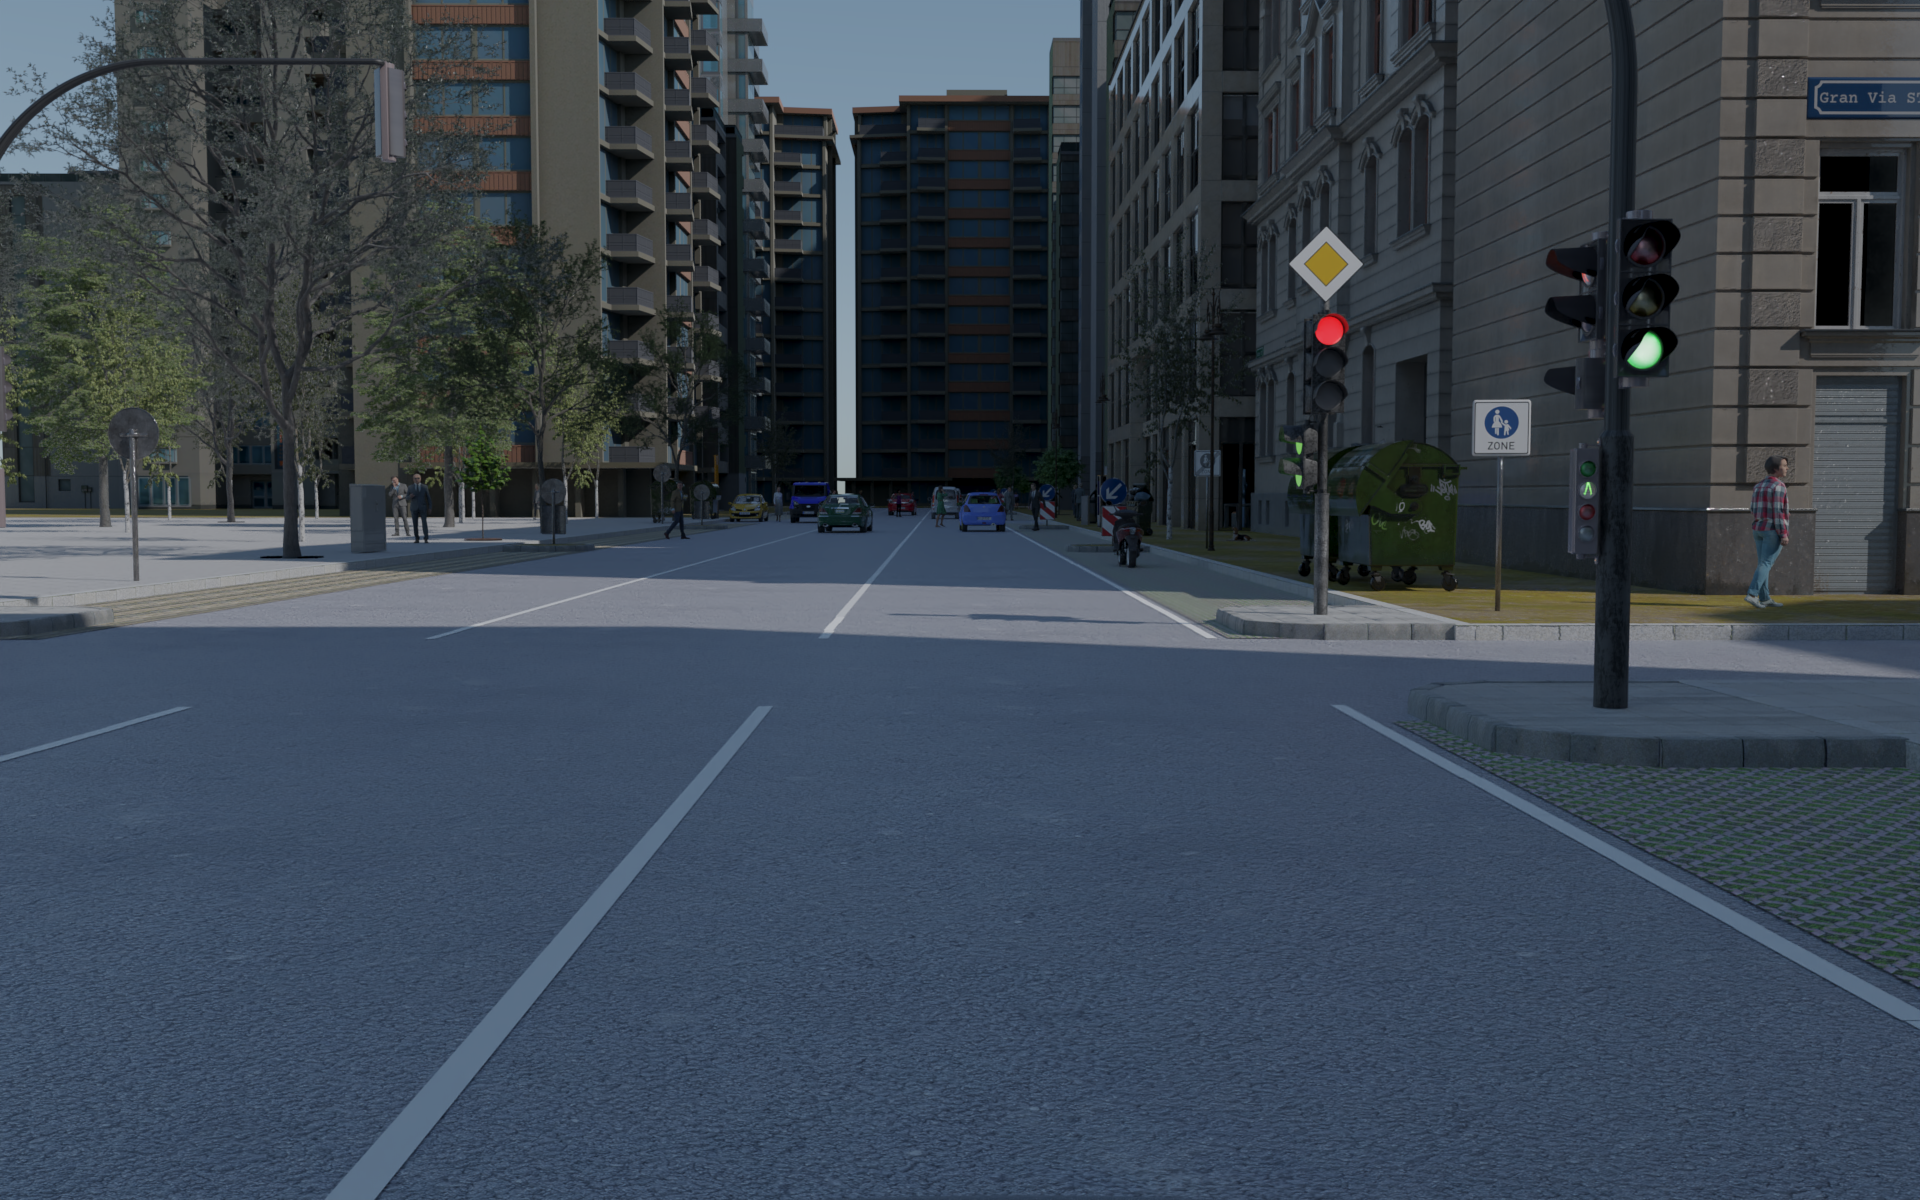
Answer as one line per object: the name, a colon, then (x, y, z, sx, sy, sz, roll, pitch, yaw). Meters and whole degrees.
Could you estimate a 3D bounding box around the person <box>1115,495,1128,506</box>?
person: (7.155, -4.346, 77.285, 0.709, 1.800, 0.728, 2, 4, 34)

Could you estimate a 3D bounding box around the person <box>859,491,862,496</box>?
person: (-9.755, -9.739, 168.249, 0.721, 1.766, 1.217, 0, 4, -2)

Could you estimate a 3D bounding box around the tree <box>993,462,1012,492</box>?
tree: (4.669, -11.135, 165.766, 4.285, 4.588, 4.351, 0, 3, 0)

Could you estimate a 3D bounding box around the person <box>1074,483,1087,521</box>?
person: (5.722, -4.629, 81.903, 0.661, 1.801, 0.590, 2, 4, 35)

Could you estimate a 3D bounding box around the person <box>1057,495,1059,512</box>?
person: (6.884, -7.198, 124.462, 1.217, 1.736, 0.721, -2, 4, -29)

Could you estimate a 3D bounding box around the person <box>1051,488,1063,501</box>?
person: (6.537, -7.043, 121.222, 1.348, 1.821, 0.705, 0, 4, -4)

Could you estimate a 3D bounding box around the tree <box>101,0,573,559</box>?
tree: (-13.358, -7.563, 34.029, 12.009, 13.543, 11.850, 0, 3, 0)

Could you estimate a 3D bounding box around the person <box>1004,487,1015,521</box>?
person: (2.647, -5.198, 93.584, 0.694, 1.812, 0.767, -1, 4, -19)

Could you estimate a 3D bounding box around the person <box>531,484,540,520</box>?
person: (-20.840, -4.864, 85.753, 0.709, 1.800, 0.728, 3, 5, 44)

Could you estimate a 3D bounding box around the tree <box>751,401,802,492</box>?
tree: (-14.420, -11.369, 136.246, 4.360, 8.622, 3.978, 0, 3, 0)

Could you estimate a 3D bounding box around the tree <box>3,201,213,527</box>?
tree: (-32.834, -9.087, 66.707, 7.486, 12.596, 7.792, 0, 3, 0)

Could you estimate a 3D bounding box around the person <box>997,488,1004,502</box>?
person: (2.193, -5.256, 95.158, 1.217, 1.743, 0.721, 2, 4, 26)

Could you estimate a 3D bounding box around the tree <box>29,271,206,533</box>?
tree: (-27.538, -6.540, 57.299, 4.737, 8.622, 4.395, 0, 3, 0)

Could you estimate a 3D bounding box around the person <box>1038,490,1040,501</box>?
person: (6.218, -7.853, 135.236, 0.445, 1.727, 0.742, -2, 4, -32)

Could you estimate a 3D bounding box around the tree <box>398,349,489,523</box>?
tree: (-22.202, -7.695, 76.175, 4.737, 8.622, 4.395, 0, 3, 0)

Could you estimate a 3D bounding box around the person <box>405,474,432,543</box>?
person: (-14.094, -2.378, 45.092, 0.661, 1.801, 0.590, -1, 4, -15)

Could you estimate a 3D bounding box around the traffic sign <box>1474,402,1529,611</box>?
traffic sign: (5.889, -1.026, 18.908, 0.606, 2.300, 0.079, 1, 4, 9)

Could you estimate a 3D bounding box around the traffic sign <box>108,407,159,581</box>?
traffic sign: (-12.141, -1.550, 25.455, 0.768, 2.556, 0.104, 0, 4, 3)

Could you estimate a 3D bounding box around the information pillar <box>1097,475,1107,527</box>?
information pillar: (5.545, -3.856, 67.530, 0.304, 2.012, 0.304, -1, 4, -13)

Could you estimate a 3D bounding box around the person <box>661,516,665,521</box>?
person: (-14.027, -4.586, 81.304, 0.520, 1.790, 0.573, 2, 4, 27)

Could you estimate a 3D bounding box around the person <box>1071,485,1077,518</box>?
person: (6.251, -5.299, 93.099, 0.576, 1.772, 0.534, -2, 4, -25)

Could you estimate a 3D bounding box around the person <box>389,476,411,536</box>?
person: (-17.115, -2.878, 52.910, 0.655, 1.846, 0.447, 0, 4, -3)

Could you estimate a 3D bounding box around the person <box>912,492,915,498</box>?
person: (-4.266, -8.996, 157.062, 0.415, 1.643, 0.593, -2, 4, -34)

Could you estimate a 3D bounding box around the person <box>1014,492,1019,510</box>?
person: (4.638, -8.154, 142.593, 0.421, 1.427, 0.697, -1, 4, -10)

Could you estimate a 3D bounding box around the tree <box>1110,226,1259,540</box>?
tree: (6.062, -6.016, 48.727, 4.360, 8.622, 3.978, 0, 3, 0)

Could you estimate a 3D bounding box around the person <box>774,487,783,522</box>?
person: (-9.412, -4.949, 89.636, 0.478, 1.798, 0.641, -1, 4, -8)

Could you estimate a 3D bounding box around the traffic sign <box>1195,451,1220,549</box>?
traffic sign: (5.797, -2.353, 40.606, 0.606, 2.300, 0.079, 0, 4, 6)

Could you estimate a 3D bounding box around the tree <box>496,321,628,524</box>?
tree: (-16.605, -7.549, 73.792, 4.737, 8.622, 4.395, 0, 3, 0)

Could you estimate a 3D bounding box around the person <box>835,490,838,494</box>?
person: (-9.420, -7.453, 131.071, 0.721, 1.735, 1.217, -2, 4, -29)

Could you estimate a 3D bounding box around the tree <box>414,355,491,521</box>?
tree: (-23.690, -8.019, 81.478, 4.360, 8.622, 3.978, 0, 3, 0)

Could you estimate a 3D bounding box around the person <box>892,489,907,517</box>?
person: (-3.753, -6.026, 107.712, 1.217, 1.739, 0.721, -3, 5, -44)

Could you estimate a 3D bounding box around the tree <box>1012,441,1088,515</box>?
tree: (6.141, -7.516, 106.600, 4.285, 4.588, 4.351, 0, 3, 0)

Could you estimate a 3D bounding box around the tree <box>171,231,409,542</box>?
tree: (-17.878, -5.864, 46.242, 4.360, 8.622, 3.978, 0, 3, 0)

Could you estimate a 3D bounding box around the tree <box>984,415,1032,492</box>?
tree: (4.623, -12.847, 160.417, 4.360, 8.622, 3.978, 0, 3, 0)

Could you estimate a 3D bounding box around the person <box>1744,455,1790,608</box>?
person: (9.124, -0.777, 19.593, 0.643, 1.720, 0.563, 0, 4, -3)

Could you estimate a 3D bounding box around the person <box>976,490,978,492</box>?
person: (1.602, -9.263, 160.084, 1.348, 1.807, 0.705, 0, 4, -3)

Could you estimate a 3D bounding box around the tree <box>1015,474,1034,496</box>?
tree: (5.702, -9.778, 154.466, 1.663, 3.219, 1.824, 0, 3, 0)

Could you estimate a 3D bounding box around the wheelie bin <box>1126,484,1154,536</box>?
wheelie bin: (5.522, -2.769, 53.177, 0.693, 1.594, 0.980, -2, 4, -31)

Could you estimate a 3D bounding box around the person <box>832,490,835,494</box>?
person: (-8.247, -6.291, 112.163, 0.445, 1.727, 0.742, 2, 4, 32)

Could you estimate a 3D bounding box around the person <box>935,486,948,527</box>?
person: (-0.856, -4.057, 75.071, 0.529, 1.795, 0.600, -2, 4, -27)

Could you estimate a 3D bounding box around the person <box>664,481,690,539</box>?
person: (-8.984, -2.848, 54.974, 0.836, 1.842, 0.656, -1, 4, -10)

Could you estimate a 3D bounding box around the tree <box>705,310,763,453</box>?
tree: (-13.547, -9.013, 81.767, 8.767, 10.594, 7.601, 0, 4, -7)

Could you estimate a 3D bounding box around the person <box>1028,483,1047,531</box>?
person: (2.896, -3.590, 66.973, 0.659, 1.850, 0.755, 2, 4, 35)

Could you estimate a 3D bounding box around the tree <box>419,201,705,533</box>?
tree: (-13.894, -7.449, 56.211, 7.601, 10.594, 8.767, -3, 4, -37)

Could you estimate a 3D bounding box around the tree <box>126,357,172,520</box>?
tree: (-39.452, -8.274, 85.639, 4.360, 8.622, 3.978, 0, 3, 0)

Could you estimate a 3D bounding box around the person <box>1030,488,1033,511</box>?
person: (5.494, -7.576, 130.577, 0.551, 1.740, 0.621, -1, 4, -23)

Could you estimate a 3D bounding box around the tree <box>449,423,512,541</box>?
tree: (-13.263, -3.243, 47.622, 1.663, 3.219, 1.824, 0, 3, 0)

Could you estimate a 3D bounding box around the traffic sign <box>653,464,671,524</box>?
traffic sign: (-12.771, -4.536, 74.267, 0.768, 2.556, 0.104, 0, 4, 3)

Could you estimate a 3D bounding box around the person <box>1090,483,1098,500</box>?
person: (7.608, -5.482, 95.308, 1.348, 1.869, 0.705, -2, 4, -29)
